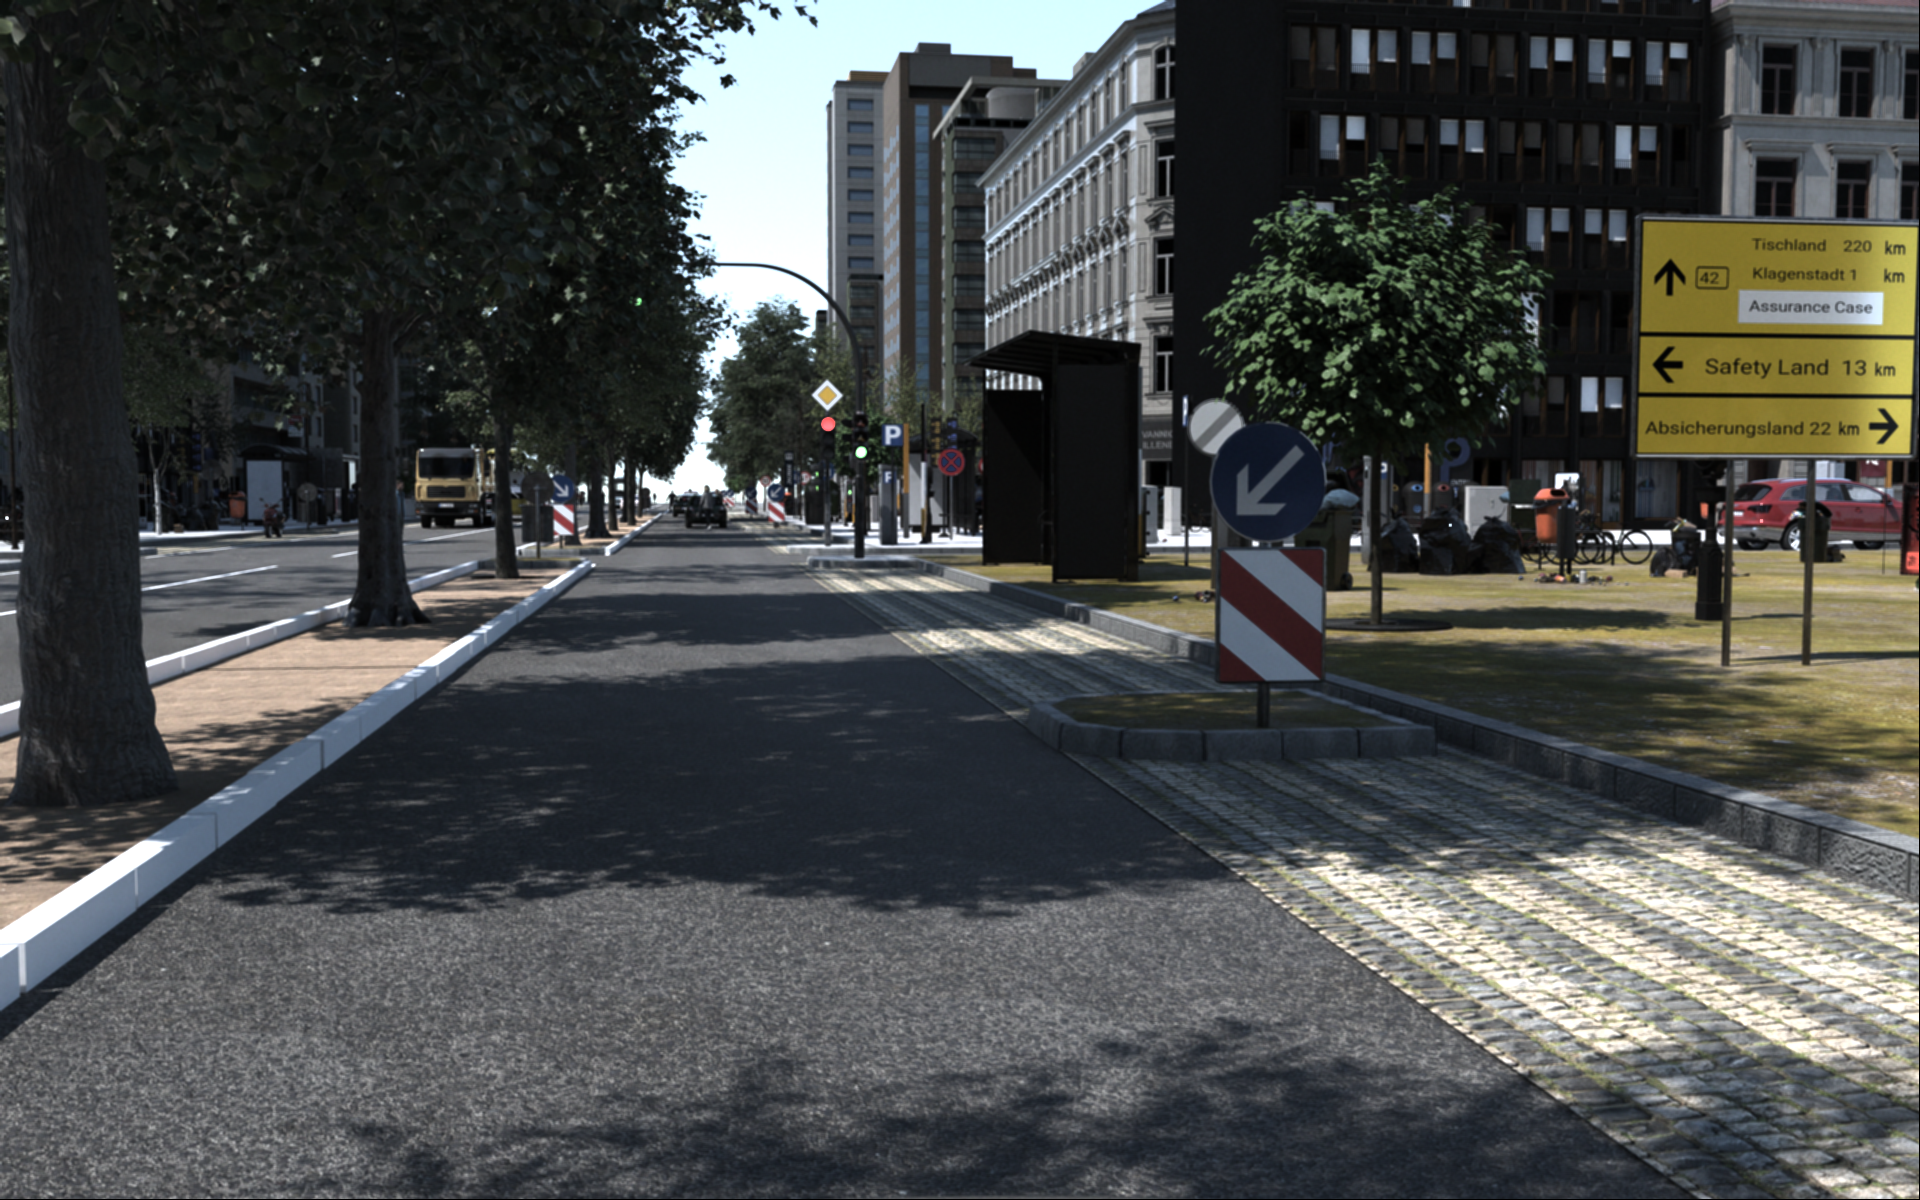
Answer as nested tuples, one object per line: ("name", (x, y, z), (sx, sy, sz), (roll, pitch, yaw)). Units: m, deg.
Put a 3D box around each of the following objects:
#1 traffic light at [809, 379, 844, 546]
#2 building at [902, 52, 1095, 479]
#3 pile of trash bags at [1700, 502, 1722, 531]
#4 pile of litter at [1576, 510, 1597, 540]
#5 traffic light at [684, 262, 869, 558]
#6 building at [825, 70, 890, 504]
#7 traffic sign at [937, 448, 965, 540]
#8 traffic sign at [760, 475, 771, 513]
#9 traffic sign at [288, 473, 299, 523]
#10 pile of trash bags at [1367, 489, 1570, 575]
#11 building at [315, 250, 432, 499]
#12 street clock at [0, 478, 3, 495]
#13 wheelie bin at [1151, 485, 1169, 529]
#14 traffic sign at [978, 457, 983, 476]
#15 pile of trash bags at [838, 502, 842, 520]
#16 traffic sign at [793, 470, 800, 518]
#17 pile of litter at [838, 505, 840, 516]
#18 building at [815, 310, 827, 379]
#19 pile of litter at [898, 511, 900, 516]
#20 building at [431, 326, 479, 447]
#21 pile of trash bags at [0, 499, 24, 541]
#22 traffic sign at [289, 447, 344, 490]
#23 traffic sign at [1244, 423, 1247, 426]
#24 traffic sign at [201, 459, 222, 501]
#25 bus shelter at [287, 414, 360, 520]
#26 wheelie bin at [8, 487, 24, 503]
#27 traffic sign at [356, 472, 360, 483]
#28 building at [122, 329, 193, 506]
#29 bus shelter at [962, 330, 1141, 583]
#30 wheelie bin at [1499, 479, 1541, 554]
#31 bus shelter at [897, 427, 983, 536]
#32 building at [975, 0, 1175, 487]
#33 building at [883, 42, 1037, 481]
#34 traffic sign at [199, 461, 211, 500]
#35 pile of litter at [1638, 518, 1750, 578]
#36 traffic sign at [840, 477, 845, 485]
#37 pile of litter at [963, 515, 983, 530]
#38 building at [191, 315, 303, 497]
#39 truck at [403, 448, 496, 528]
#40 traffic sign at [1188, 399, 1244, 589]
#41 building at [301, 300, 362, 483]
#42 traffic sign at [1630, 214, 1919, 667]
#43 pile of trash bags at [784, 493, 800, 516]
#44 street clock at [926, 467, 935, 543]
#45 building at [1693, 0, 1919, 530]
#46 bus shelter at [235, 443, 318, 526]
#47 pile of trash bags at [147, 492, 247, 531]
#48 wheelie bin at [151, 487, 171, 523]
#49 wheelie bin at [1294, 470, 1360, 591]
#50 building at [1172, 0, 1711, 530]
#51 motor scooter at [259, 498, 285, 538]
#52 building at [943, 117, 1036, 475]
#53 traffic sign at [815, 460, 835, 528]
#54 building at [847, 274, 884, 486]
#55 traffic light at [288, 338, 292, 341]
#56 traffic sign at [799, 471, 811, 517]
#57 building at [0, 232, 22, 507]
("traffic light", (-3.264, -3.273, 42.431), (0.839, 4.253, 0.868), (-1, 4, -9))
("building", (11.377, -28.432, 156.744), (32.217, 40.220, 23.993), (-1, 4, -9))
("pile of trash bags", (26.490, -3.003, 58.844), (3.447, 1.369, 1.912), (-2, 4, -24))
("pile of litter", (17.251, -2.121, 48.646), (1.719, 0.858, 1.176), (-3, 4, -38))
("traffic light", (-4.093, -3.634, 34.080), (4.771, 5.953, 1.251), (-1, 4, -9))
("building", (-8.602, -43.246, 249.075), (21.231, 58.520, 28.212), (-1, 4, -9))
("traffic sign", (-0.244, -2.937, 48.127), (0.768, 2.556, 0.104), (0, 4, -2))
("traffic sign", (-13.192, -7.186, 117.597), (0.768, 2.556, 0.104), (0, 4, -7))
("traffic sign", (-29.679, -4.737, 77.552), (0.768, 2.556, 0.104), (0, 4, -1))
("pile of trash bags", (8.563, -1.147, 28.504), (3.447, 1.369, 1.912), (-1, 4, -21))
("building", (-79.938, -32.125, 217.125), (32.217, 40.220, 23.993), (-1, 4, -9))
("street clock", (-39.316, -4.044, 70.688), (0.471, 2.002, 0.358), (-2, 4, -26))
("wheelie bin", (7.281, -3.366, 62.934), (0.980, 1.594, 0.693), (0, 4, 6))
("traffic sign", (0.965, -3.433, 56.236), (0.768, 2.556, 0.104), (0, 4, 1))
("pile of trash bags", (-4.994, -4.653, 85.834), (1.912, 1.369, 3.447), (-1, 4, -11))
("traffic sign", (-8.790, -5.611, 91.840), (0.768, 2.556, 0.104), (0, 4, -8))
("pile of litter", (-5.844, -4.685, 90.566), (1.176, 0.858, 1.719), (1, 4, 15))
("building", (-15.753, -30.534, 270.924), (14.160, 30.474, 14.107), (-1, 4, -9))
("pile of litter", (-3.304, -5.418, 102.552), (1.719, 0.858, 1.176), (2, 4, 27))
("building", (-81.913, -39.965, 242.664), (28.713, 52.752, 27.495), (-1, 4, -9))
("pile of trash bags", (-25.999, -2.391, 48.844), (1.912, 1.369, 3.447), (2, 4, 32))
("traffic sign", (-28.146, -5.007, 75.733), (2.265, 3.308, 0.079), (-1, 4, -8))
("traffic sign", (4.755, -1.836, 30.125), (0.768, 2.556, 0.104), (0, 4, -7))
("traffic sign", (-27.417, -3.875, 63.468), (0.768, 2.556, 0.104), (0, 4, -7))
("bus shelter", (-33.067, -6.863, 89.835), (2.179, 5.291, 8.768), (-1, 4, -9))
("wheelie bin", (-40.337, -4.053, 74.178), (0.693, 1.594, 0.980), (-1, 4, -19))
("traffic sign", (-33.741, -5.982, 97.919), (0.768, 2.556, 0.104), (0, 4, -4))
("building", (-52.052, -16.374, 97.391), (12.332, 23.373, 15.834), (-1, 4, -9))
("bus shelter", (1.367, -2.247, 28.014), (1.731, 3.624, 6.357), (-1, 4, -9))
("wheelie bin", (12.028, -1.780, 37.014), (0.980, 1.594, 0.693), (1, 4, 15))
("bus shelter", (-0.668, -3.717, 54.704), (2.014, 3.302, 5.546), (-1, 4, -9))
("building", (12.811, -19.705, 98.591), (17.030, 29.872, 44.131), (-1, 4, -9))
("building", (-0.027, -32.049, 174.113), (14.600, 45.320, 14.200), (-1, 4, -9))
("traffic sign", (-28.037, -3.950, 64.685), (0.768, 2.556, 0.104), (0, 4, 0))
("pile of litter", (11.537, -0.798, 27.010), (1.719, 0.858, 1.176), (0, 4, -3))
("traffic sign", (-6.737, -6.348, 103.797), (0.884, 2.594, 0.081), (0, 4, -5))
("pile of litter", (0.807, -2.949, 62.173), (1.176, 0.858, 1.719), (-2, 4, -24))
("building", (-59.435, -30.358, 120.050), (21.300, 48.544, 21.600), (-1, 4, -9))
("truck", (-21.819, -4.849, 75.201), (3.469, 3.379, 9.791), (-1, 4, -10))
("traffic sign", (3.424, -1.418, 23.285), (0.768, 2.556, 0.104), (0, 4, -4))
("building", (-66.681, -18.362, 145.257), (27.650, 21.520, 28.899), (-1, 4, -9))
("traffic sign", (6.017, -1.159, 12.821), (2.265, 3.308, 0.079), (0, 4, -7))
("pile of trash bags", (-9.583, -5.682, 102.654), (1.912, 1.369, 3.447), (-2, 4, -32))
("street clock", (-0.832, -2.512, 45.646), (0.358, 2.002, 0.471), (0, 4, -1))
("building", (35.944, -14.133, 67.224), (21.152, 22.565, 11.583), (-1, 4, -9))
("bus shelter", (-28.272, -4.766, 71.853), (2.014, 3.302, 5.546), (-1, 4, -9))
("pile of trash bags", (-26.522, -3.116, 60.699), (3.447, 1.369, 1.912), (1, 4, 14))
("wheelie bin", (-33.923, -4.016, 73.577), (0.693, 1.594, 0.980), (-1, 4, -14))
("wheelie bin", (4.838, -0.924, 23.015), (0.980, 1.594, 0.693), (3, 4, 37))
("building", (17.457, -14.436, 65.702), (15.834, 23.373, 12.332), (-1, 4, -9))
("motor scooter", (-22.674, -2.719, 57.228), (0.815, 1.314, 1.986), (-1, 4, -9))
("building", (5.469, -22.335, 136.886), (14.160, 30.474, 14.107), (-1, 4, -9))
("traffic sign", (-5.104, -4.001, 65.514), (0.768, 2.556, 0.104), (0, 4, -6))
("building", (-8.067, -27.933, 228.398), (14.160, 30.474, 14.107), (-1, 4, -9))
("traffic light", (-17.772, -4.009, 40.208), (4.771, 5.953, 1.251), (-1, 4, -9))
("traffic sign", (-8.628, -5.878, 96.206), (0.768, 2.556, 0.104), (0, 4, -2))
("building", (-49.707, -17.929, 79.036), (13.634, 28.700, 20.117), (-1, 4, -9))
